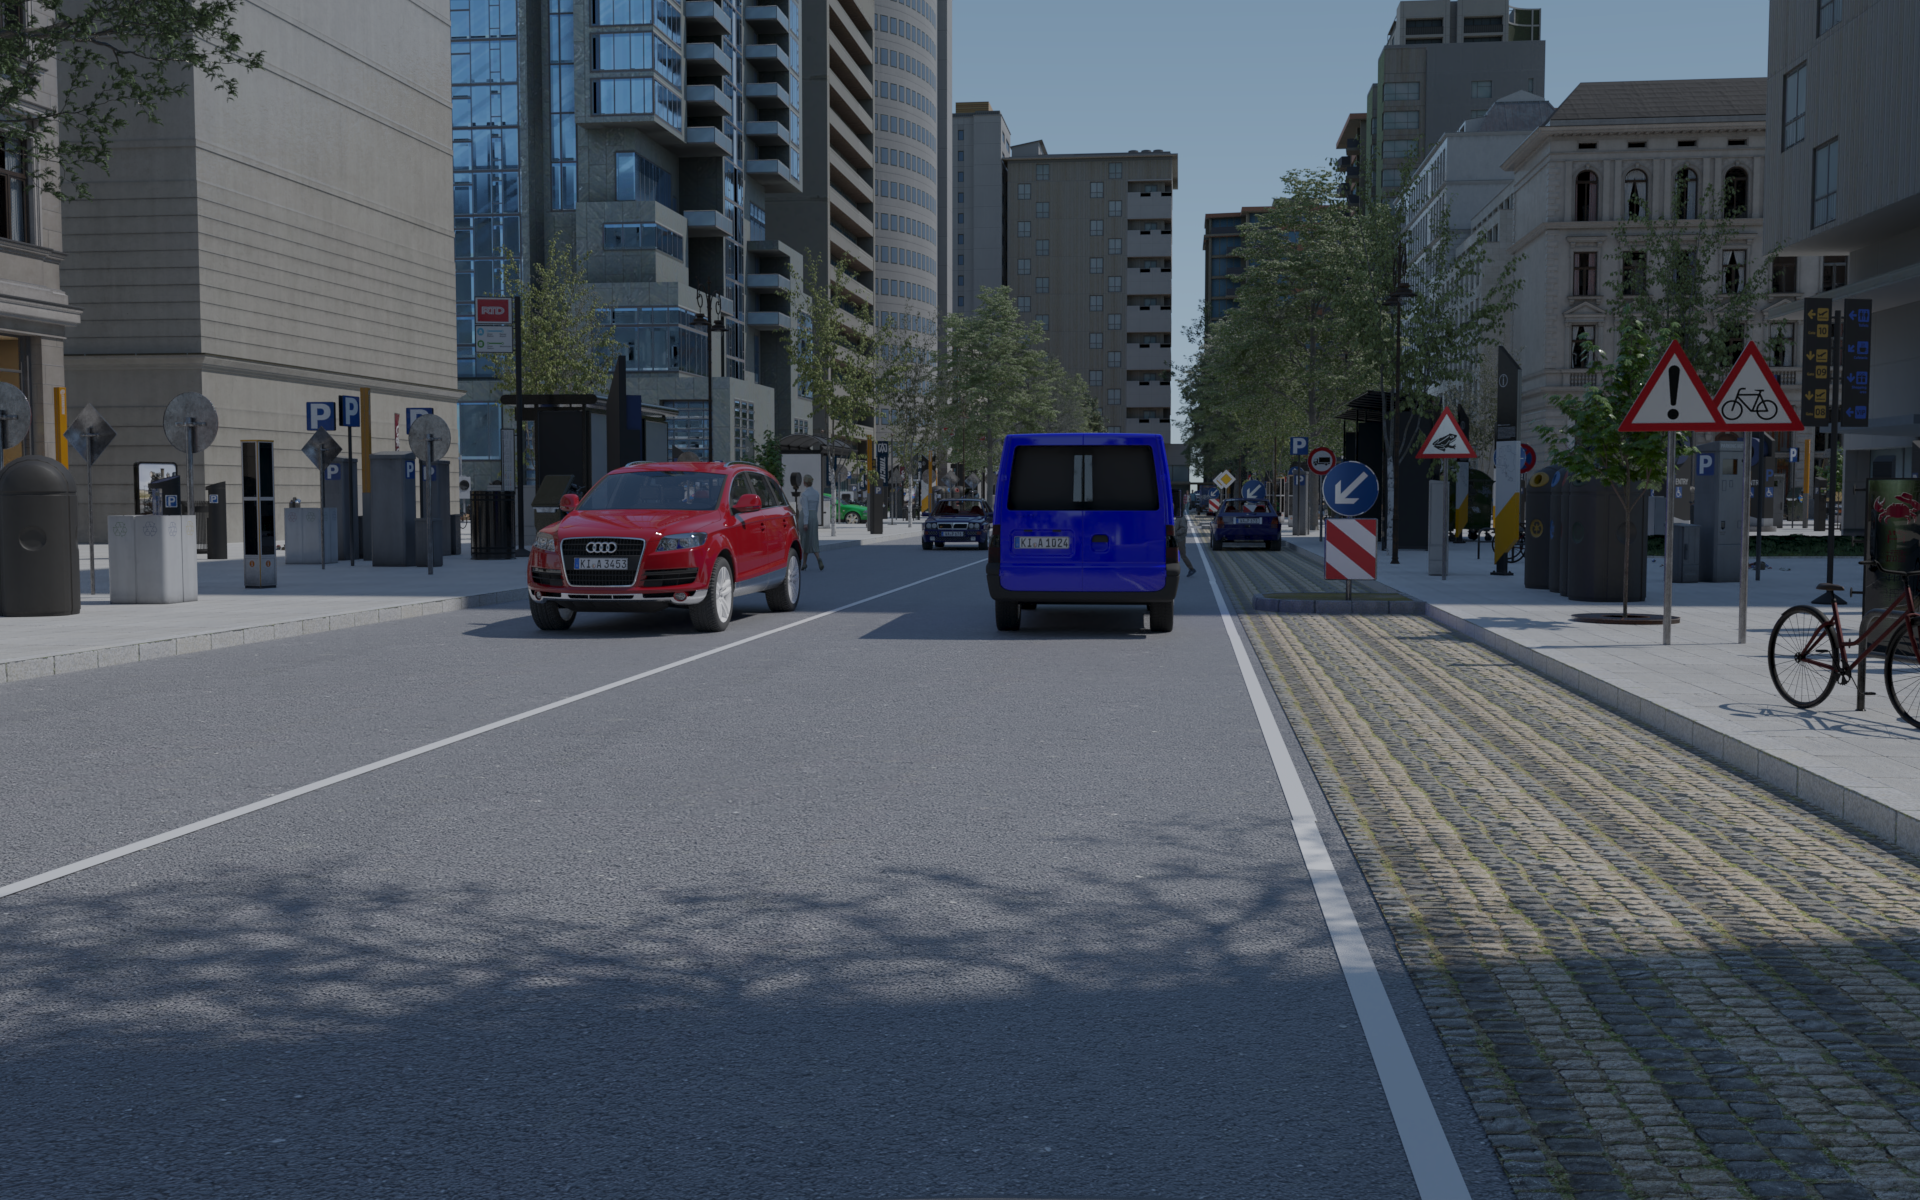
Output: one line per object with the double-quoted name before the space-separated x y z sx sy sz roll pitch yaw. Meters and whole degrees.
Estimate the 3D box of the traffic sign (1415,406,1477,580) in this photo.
"traffic sign" 7.217 -1.575 25.750 0.884 2.594 0.081 1 4 14

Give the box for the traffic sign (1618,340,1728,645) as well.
"traffic sign" 6.020 -0.898 14.680 0.884 2.594 0.081 1 4 9

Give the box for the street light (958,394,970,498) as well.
"street light" 0.173 -6.572 80.233 0.468 5.910 1.993 0 4 7

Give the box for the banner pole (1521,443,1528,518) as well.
"banner pole" 27.646 -5.811 85.034 0.401 3.779 0.863 -1 4 -20

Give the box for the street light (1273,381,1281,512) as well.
"street light" 12.708 -5.930 69.746 0.468 5.910 1.993 0 4 7

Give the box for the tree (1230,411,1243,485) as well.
"tree" 15.953 -8.413 87.914 4.737 8.622 4.395 0 3 0

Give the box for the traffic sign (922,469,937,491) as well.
"traffic sign" -1.585 -5.416 88.657 0.768 2.556 0.104 1 4 12

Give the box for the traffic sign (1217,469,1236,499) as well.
"traffic sign" 10.850 -4.098 70.644 0.795 2.450 0.064 0 4 7

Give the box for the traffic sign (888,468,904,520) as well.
"traffic sign" -3.156 -5.246 85.773 0.884 2.594 0.081 1 4 13

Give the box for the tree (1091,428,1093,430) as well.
"tree" 12.023 -13.787 175.786 4.737 8.622 4.395 0 3 0

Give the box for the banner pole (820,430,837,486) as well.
"banner pole" -5.164 -4.747 67.631 0.863 3.779 0.401 -2 4 -26

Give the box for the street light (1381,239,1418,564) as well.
"street light" 7.998 -3.601 31.666 0.468 5.910 1.993 0 4 7

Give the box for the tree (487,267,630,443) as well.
"tree" -12.793 -6.425 55.408 4.360 8.622 3.978 0 3 0

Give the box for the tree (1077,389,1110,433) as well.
"tree" 12.627 -16.393 185.031 9.611 12.733 9.660 0 3 0

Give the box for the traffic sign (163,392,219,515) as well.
"traffic sign" -9.600 -1.315 21.605 0.768 2.556 0.104 1 4 11

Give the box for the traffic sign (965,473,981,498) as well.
"traffic sign" 0.601 -4.671 80.006 0.795 2.450 0.064 0 4 7

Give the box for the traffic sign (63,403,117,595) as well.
"traffic sign" -11.040 -1.272 21.990 0.795 2.450 0.064 1 4 14

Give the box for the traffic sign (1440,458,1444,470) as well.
"traffic sign" 14.327 -3.195 52.339 0.768 2.556 0.104 1 4 12

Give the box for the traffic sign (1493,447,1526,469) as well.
"traffic sign" 13.417 -2.585 42.368 0.768 2.556 0.104 1 4 12

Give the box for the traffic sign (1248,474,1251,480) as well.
"traffic sign" 18.217 -6.567 107.480 0.768 2.556 0.104 1 4 14

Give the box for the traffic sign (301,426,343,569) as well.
"traffic sign" -10.838 -1.727 29.420 0.795 2.450 0.064 1 4 14

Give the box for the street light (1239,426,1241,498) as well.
"street light" 18.298 -8.593 113.283 0.468 5.910 1.993 0 4 7

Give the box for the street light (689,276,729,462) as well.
"street light" -5.312 -3.917 36.836 0.468 5.910 1.993 0 4 7

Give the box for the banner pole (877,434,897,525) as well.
"banner pole" -3.036 -4.990 71.598 0.863 3.779 0.401 0 4 -8

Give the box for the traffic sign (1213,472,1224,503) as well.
"traffic sign" 11.853 -4.583 78.566 0.795 2.450 0.064 0 4 7

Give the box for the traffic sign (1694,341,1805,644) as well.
"traffic sign" 6.712 -0.904 14.788 0.884 2.594 0.081 1 4 10

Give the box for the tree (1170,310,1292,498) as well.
"tree" 19.578 -13.123 121.211 9.857 13.997 8.962 0 3 0

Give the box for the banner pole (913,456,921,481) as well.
"banner pole" -2.855 -7.582 113.980 0.863 3.779 0.401 -2 4 -27

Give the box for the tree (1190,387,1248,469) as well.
"tree" 22.785 -13.157 140.868 9.928 11.665 9.643 0 3 0

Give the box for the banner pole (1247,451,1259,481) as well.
"banner pole" 16.951 -6.766 100.648 0.863 3.779 0.401 0 4 5

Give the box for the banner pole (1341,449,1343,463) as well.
"banner pole" 18.910 -5.811 85.028 0.401 3.779 0.863 3 5 45

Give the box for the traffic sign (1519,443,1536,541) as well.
"traffic sign" 14.043 -2.652 43.468 0.768 2.556 0.104 0 4 8

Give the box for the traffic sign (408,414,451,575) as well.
"traffic sign" -8.435 -1.676 27.514 0.768 2.556 0.104 1 4 16

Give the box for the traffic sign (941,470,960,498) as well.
"traffic sign" -0.402 -4.186 72.084 0.795 2.450 0.064 0 4 7

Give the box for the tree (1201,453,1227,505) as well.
"tree" 30.226 -15.383 201.867 4.360 8.622 3.978 0 3 0

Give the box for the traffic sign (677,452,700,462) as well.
"traffic sign" -8.145 -3.169 51.911 0.768 2.556 0.104 1 4 11

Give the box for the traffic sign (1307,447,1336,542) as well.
"traffic sign" 9.749 -2.850 46.700 0.768 2.556 0.104 1 4 15

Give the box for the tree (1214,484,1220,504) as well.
"tree" 33.492 -14.230 227.263 1.663 3.219 1.824 0 3 0

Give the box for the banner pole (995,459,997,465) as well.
"banner pole" 2.432 -7.293 109.262 0.863 3.779 0.401 -2 4 -29

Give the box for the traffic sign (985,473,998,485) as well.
"traffic sign" 1.820 -6.195 101.388 0.768 2.556 0.104 0 4 8

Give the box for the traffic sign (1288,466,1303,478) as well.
"traffic sign" 15.497 -4.879 79.884 0.768 2.556 0.104 1 4 16

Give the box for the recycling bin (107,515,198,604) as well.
"recycling bin" -9.542 -0.485 20.487 0.722 1.027 0.722 0 4 6

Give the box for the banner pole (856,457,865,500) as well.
"banner pole" -6.630 -7.647 115.047 0.863 3.779 0.401 -3 4 -37

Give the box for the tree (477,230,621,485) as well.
"tree" -11.813 -6.050 49.280 4.737 8.622 4.395 0 3 0

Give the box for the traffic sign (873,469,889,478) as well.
"traffic sign" -3.742 -5.013 82.073 0.768 2.556 0.104 1 4 13

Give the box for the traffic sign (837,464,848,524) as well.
"traffic sign" -5.136 -4.496 73.614 0.768 2.556 0.104 1 4 13

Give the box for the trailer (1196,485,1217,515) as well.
"trailer" 16.104 -6.461 112.687 1.471 1.999 3.904 0 4 5

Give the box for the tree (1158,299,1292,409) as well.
"tree" 25.752 -19.066 167.614 12.611 20.169 13.585 0 3 0

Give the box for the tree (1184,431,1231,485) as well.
"tree" 31.981 -17.443 219.599 8.767 10.594 7.601 3 4 36

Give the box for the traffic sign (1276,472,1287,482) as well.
"traffic sign" 18.814 -6.222 101.830 0.768 2.556 0.104 1 4 12

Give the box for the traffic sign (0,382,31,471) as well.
"traffic sign" -10.891 -1.196 19.660 0.768 2.556 0.104 1 4 9
